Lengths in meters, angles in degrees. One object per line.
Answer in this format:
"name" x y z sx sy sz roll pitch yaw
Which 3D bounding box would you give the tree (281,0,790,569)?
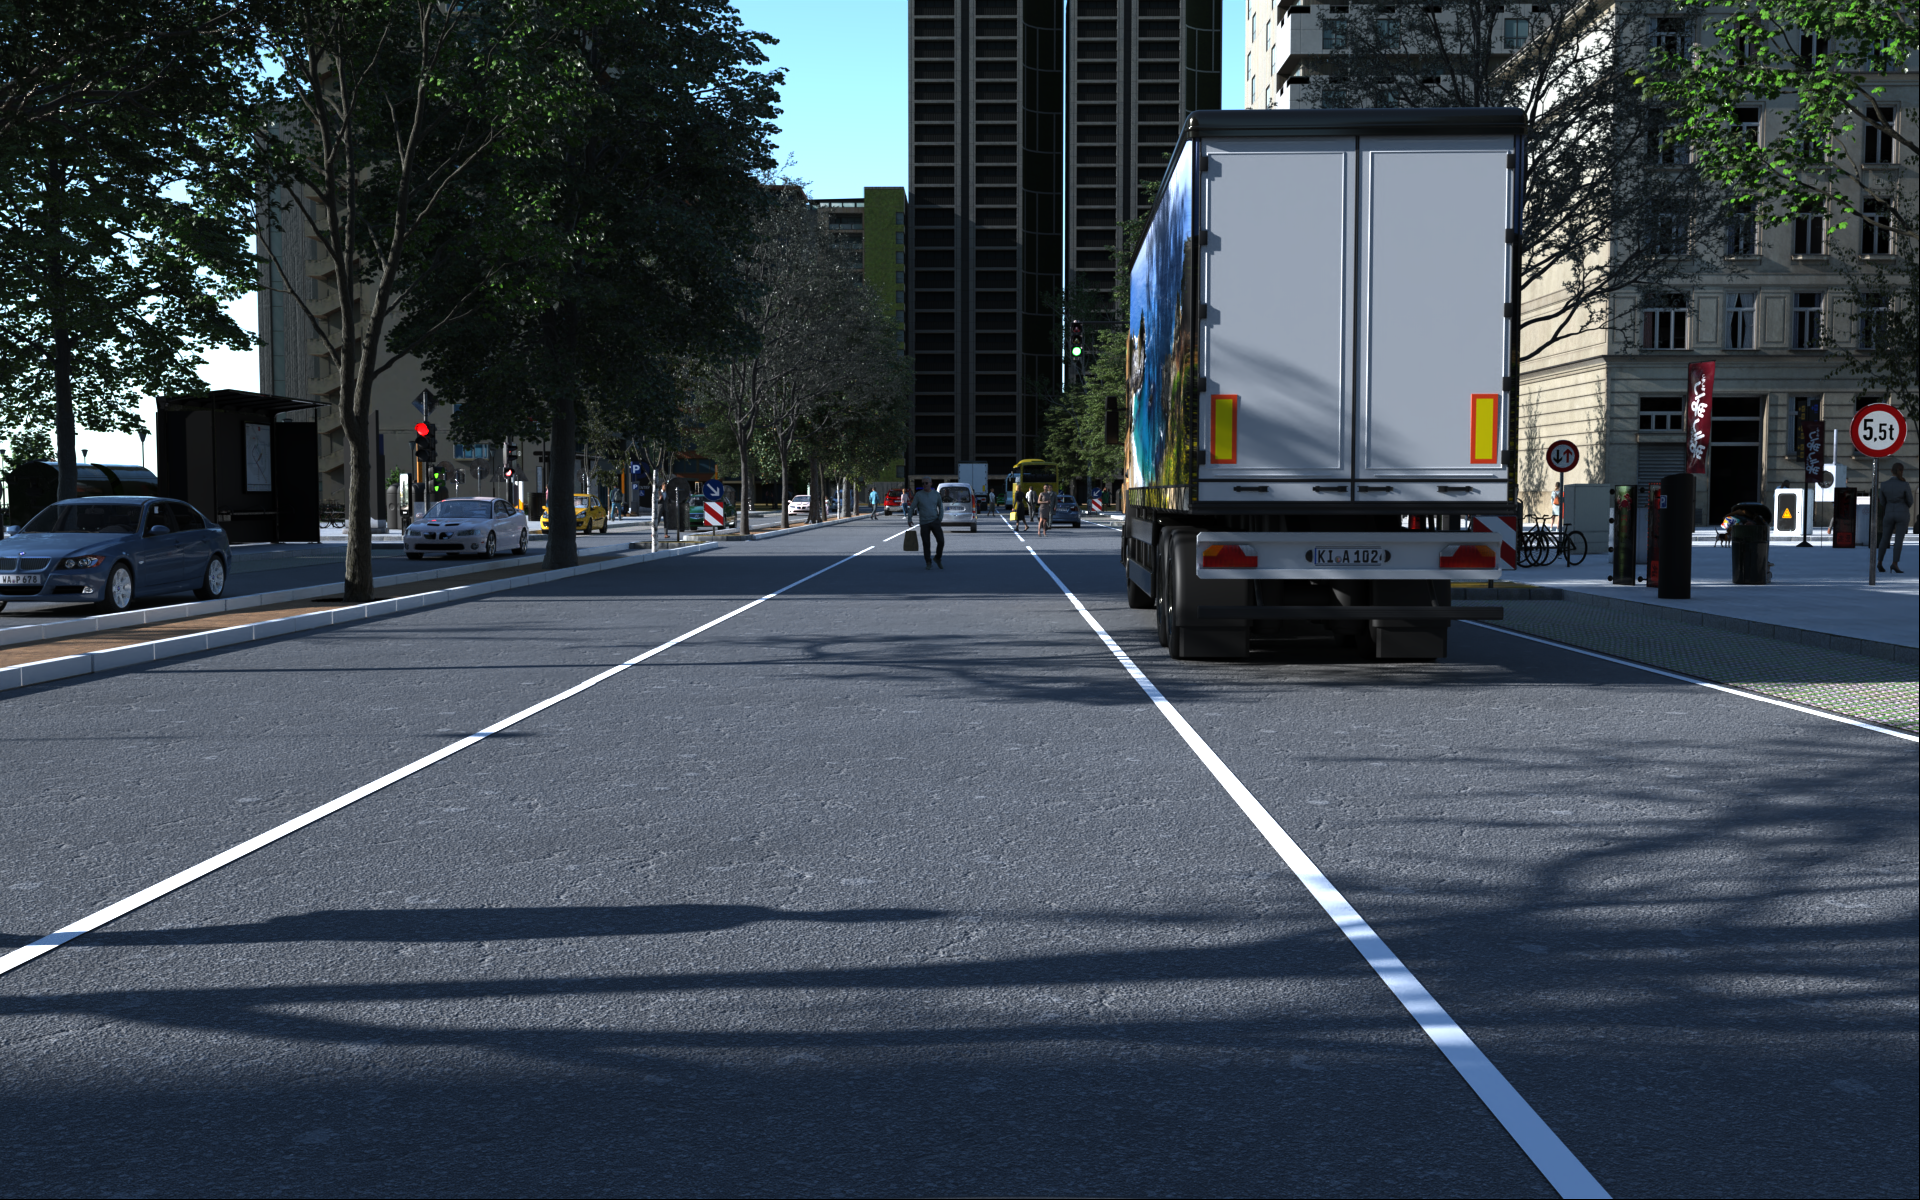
"tree" -7.629 -7.561 32.732 9.857 13.997 8.962 0 3 0

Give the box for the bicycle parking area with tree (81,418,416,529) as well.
"bicycle parking area with tree" -26.043 -4.667 63.307 9.016 4.147 8.231 2 4 28

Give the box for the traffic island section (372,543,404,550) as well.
"traffic island section" -14.144 -1.451 46.011 2.009 0.180 2.903 0 4 1

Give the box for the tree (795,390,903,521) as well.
"tree" -7.162 -9.481 91.891 8.767 10.594 7.601 0 4 1

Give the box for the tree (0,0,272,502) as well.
"tree" -16.891 -6.989 32.391 7.486 12.596 7.792 0 3 0

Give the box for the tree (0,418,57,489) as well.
"tree" -23.870 -3.032 44.175 1.663 3.219 1.824 0 3 0

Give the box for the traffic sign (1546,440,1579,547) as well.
"traffic sign" 14.146 -2.485 40.737 0.768 2.556 0.104 0 4 4

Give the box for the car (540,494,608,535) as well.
"car" -13.795 -3.162 61.930 2.015 1.641 3.980 0 4 0

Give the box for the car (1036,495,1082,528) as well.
"car" 4.260 -3.815 74.378 2.014 1.417 4.499 0 4 2

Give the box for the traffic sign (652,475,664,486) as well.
"traffic sign" -19.353 -6.778 110.928 0.768 2.556 0.104 0 4 4

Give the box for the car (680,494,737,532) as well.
"car" -9.776 -3.378 67.026 2.131 1.459 4.920 0 4 1

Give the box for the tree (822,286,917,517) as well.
"tree" -7.051 -12.070 106.451 9.857 13.997 8.962 0 3 0

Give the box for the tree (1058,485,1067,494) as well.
"tree" 12.247 -12.961 206.514 1.663 3.219 1.824 0 3 0

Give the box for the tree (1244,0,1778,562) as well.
"tree" 9.961 -7.487 32.780 12.009 13.543 11.850 0 3 0

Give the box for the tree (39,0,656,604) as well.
"tree" -7.867 -5.767 22.496 9.928 11.665 9.643 0 3 0

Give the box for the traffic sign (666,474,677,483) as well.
"traffic sign" -18.005 -6.607 108.136 0.768 2.556 0.104 0 4 8

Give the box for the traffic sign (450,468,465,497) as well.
"traffic sign" -19.953 -4.077 68.785 0.606 2.300 0.079 0 4 3

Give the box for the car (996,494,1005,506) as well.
"car" 5.206 -11.847 202.500 1.959 1.807 4.718 0 4 2

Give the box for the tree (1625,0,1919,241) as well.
"tree" 9.880 -5.491 15.539 9.928 11.665 9.643 0 3 0

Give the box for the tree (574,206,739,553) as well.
"tree" -7.307 -5.419 41.426 4.360 8.622 3.978 0 3 0

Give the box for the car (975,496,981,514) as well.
"car" 0.589 -6.917 125.672 1.945 1.354 3.894 0 4 -1

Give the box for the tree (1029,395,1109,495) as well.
"tree" 12.064 -16.923 193.702 9.611 12.733 9.660 0 3 0

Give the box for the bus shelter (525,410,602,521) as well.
"bus shelter" -19.734 -6.619 85.851 2.179 5.291 8.768 0 4 1

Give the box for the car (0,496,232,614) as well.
"car" -10.913 -0.623 22.187 2.014 1.417 4.499 0 4 -1

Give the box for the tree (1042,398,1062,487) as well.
"tree" 12.039 -15.755 175.714 7.486 12.596 7.792 0 3 0

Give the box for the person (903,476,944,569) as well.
"person" -0.684 -1.466 32.959 0.782 1.767 0.515 -1 4 -9

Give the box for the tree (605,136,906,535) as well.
"tree" -7.415 -8.961 59.340 12.009 13.543 11.850 0 3 0

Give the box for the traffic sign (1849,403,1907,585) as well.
"traffic sign" 12.826 -1.478 24.275 0.768 2.556 0.104 0 4 6

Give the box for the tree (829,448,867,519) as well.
"tree" -6.904 -8.930 98.827 4.737 8.622 4.395 0 3 0

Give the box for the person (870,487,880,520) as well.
"person" -4.848 -5.426 97.074 0.748 1.841 0.638 -3 5 -42

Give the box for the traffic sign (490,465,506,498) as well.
"traffic sign" -20.385 -4.689 76.673 0.884 2.594 0.081 0 4 4

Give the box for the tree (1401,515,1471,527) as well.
"tree" 19.726 -7.146 67.197 4.737 8.622 4.395 0 3 0

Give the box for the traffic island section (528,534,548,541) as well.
"traffic island section" -14.041 -1.940 53.996 2.009 0.180 2.903 0 4 1

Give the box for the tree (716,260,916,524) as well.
"tree" -6.980 -9.986 82.737 9.611 12.733 9.660 0 3 0

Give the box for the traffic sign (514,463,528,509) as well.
"traffic sign" -18.612 -4.463 72.973 0.884 2.594 0.081 0 4 2

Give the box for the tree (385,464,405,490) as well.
"tree" -36.541 -7.191 112.175 1.663 3.219 1.824 0 3 0

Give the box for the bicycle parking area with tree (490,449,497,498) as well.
"bicycle parking area with tree" -31.699 -6.628 95.378 9.016 4.147 8.231 -3 5 -44

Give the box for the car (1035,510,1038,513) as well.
"car" 5.205 -7.486 134.975 1.945 1.354 3.894 0 4 0

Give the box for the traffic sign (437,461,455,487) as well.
"traffic sign" -19.747 -4.056 66.423 0.768 2.556 0.104 0 4 7

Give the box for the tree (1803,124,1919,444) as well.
"tree" 20.681 -5.308 37.145 4.360 8.622 3.978 0 3 0

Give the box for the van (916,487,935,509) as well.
"van" -3.263 -9.898 166.214 2.240 2.365 5.245 0 4 2

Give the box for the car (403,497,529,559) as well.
"car" -11.224 -1.667 39.614 2.083 1.381 4.827 0 4 0

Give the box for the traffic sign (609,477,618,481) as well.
"traffic sign" -20.229 -6.044 100.947 0.606 2.300 0.079 0 4 5

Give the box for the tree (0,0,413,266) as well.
"tree" -8.262 -4.698 13.685 8.767 10.594 7.601 0 4 1

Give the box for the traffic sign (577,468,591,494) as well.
"traffic sign" -18.053 -5.082 83.202 0.768 2.556 0.104 1 4 9

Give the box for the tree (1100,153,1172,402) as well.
"tree" 9.842 -9.507 62.102 9.857 13.997 8.962 0 3 0

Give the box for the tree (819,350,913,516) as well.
"tree" -7.017 -11.906 115.248 7.486 12.596 7.792 0 3 0

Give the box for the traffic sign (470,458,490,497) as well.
"traffic sign" -16.934 -3.729 61.080 0.768 2.556 0.104 1 4 10

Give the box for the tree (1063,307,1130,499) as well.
"tree" 10.808 -11.039 98.609 7.486 12.596 7.792 0 3 0

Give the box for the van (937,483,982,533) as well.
"van" -0.183 -3.579 65.521 2.013 2.044 4.112 0 4 0

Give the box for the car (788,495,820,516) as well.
"car" -10.338 -6.288 115.165 2.083 1.381 4.827 0 4 0

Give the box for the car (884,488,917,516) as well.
"car" -3.960 -6.576 116.198 2.281 1.827 5.304 0 4 1

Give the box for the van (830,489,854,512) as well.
"van" -9.451 -8.155 140.338 2.013 2.044 4.112 0 4 2

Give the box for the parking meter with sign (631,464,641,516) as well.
"parking meter with sign" -18.969 -6.416 101.159 0.543 3.016 1.738 0 4 -6

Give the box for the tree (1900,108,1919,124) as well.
"tree" 18.290 -4.883 30.193 4.360 8.622 3.978 0 3 0

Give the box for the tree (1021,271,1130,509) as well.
"tree" 11.483 -17.677 144.915 12.611 20.169 13.585 0 3 0

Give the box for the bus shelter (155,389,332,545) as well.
"bus shelter" -17.137 -3.091 41.819 1.731 3.624 6.357 0 4 1

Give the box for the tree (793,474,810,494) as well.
"tree" -15.414 -10.519 166.593 1.663 3.219 1.824 0 3 0
